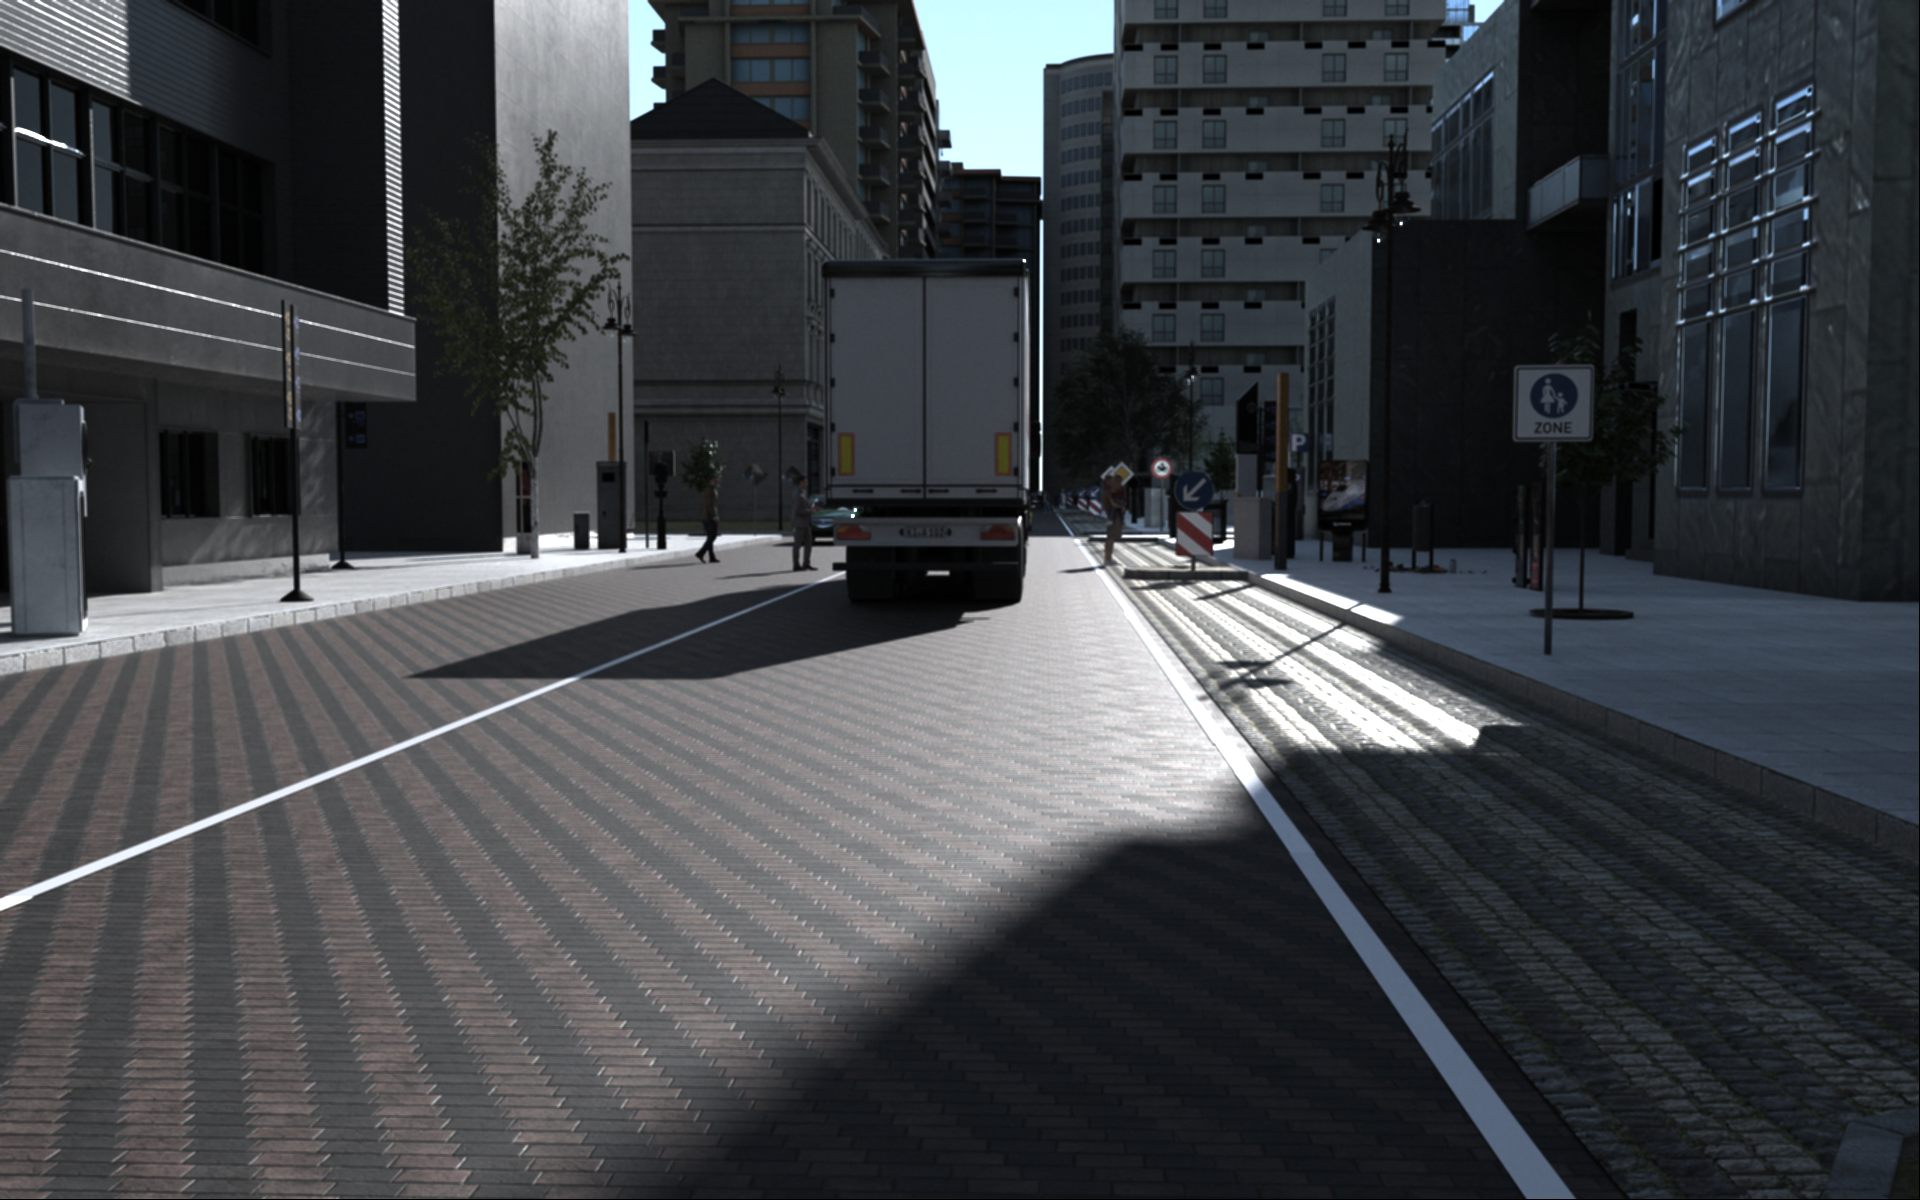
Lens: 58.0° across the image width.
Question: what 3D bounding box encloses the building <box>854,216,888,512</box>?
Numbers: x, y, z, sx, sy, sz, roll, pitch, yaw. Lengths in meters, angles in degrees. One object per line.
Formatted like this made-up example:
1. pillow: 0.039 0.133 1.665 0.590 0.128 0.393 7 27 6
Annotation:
1. building: -10.371 -16.100 112.381 9.793 20.994 18.267 0 4 3

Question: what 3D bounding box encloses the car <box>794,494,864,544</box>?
1. car: -3.763 -2.383 50.756 2.131 1.459 4.920 0 4 2

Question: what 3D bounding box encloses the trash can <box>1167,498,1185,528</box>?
1. trash can: 7.798 -3.099 62.320 0.748 1.137 0.748 0 3 0

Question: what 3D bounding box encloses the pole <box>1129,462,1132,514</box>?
1. pole: 10.953 -7.179 111.218 0.158 3.312 0.155 0 3 0

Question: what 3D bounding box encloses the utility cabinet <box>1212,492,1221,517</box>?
1. utility cabinet: 14.058 -5.240 94.349 1.173 1.500 0.318 1 4 18

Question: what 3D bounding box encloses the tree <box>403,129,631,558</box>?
1. tree: -8.729 -5.134 34.307 4.737 8.622 4.395 0 3 0

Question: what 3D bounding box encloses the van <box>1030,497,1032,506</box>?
1. van: 4.936 -8.283 142.441 2.013 2.044 4.112 0 4 4

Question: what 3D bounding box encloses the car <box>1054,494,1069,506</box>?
1. car: 11.921 -11.679 202.950 2.014 1.417 4.499 0 4 3

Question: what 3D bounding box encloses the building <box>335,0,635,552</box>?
1. building: -21.680 -15.391 45.154 24.014 27.812 14.314 0 4 3

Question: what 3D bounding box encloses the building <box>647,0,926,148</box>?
1. building: -14.485 -30.333 150.575 22.147 44.769 28.867 0 4 3

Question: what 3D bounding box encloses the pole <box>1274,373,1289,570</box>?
1. pole: 5.433 -2.167 29.267 0.158 3.312 0.155 0 3 0

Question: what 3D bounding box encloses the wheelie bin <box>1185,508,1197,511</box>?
1. wheelie bin: 17.874 -7.752 134.659 0.693 1.594 0.980 -2 4 -29

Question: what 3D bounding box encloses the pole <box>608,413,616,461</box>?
1. pole: -8.731 -3.037 43.502 0.158 3.312 0.155 0 3 0

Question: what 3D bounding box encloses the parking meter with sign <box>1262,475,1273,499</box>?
1. parking meter with sign: 12.552 -4.492 69.701 1.738 3.016 0.543 1 4 20

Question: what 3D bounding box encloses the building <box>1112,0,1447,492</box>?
1. building: 27.778 -34.717 156.863 28.713 52.752 27.495 0 4 3

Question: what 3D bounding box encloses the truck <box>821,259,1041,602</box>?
1. truck: -0.178 -2.287 26.314 2.839 4.237 11.283 0 4 3

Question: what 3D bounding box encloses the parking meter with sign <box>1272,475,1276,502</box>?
1. parking meter with sign: 12.462 -4.147 64.060 1.738 3.016 0.543 -3 4 -36

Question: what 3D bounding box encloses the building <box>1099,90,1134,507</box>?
1. building: 21.391 -30.281 178.695 14.154 41.232 14.086 0 4 3

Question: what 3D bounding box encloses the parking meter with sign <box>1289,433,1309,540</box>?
1. parking meter with sign: 9.468 -3.216 48.846 0.543 3.016 1.738 1 4 16

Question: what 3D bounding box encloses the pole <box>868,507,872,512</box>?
1. pole: -5.122 -6.393 98.369 0.158 3.312 0.155 0 3 0

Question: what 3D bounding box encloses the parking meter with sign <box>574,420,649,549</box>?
1. parking meter with sign: -8.227 -2.726 40.837 1.738 3.016 0.543 -1 4 -11

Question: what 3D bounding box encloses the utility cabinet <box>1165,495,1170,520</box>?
1. utility cabinet: 10.021 -4.513 84.947 1.020 1.237 0.306 -1 4 -21

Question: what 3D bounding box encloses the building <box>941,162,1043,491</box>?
1. building: -3.428 -35.273 231.340 28.867 44.769 22.147 0 4 3

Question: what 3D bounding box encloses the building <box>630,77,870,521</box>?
1. building: -11.515 -14.132 81.970 10.553 20.767 40.483 0 4 3

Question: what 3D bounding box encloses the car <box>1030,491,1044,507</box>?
1. car: 8.636 -11.564 197.746 2.281 1.827 5.304 0 4 3

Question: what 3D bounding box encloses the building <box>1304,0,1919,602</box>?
1. building: 20.598 -44.056 32.991 22.319 86.520 31.000 0 4 3

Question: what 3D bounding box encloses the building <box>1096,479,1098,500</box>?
1. building: 31.834 -30.910 197.253 32.217 40.220 23.993 0 4 3

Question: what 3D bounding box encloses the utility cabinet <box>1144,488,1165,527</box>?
1. utility cabinet: 7.479 -3.529 66.375 0.318 1.500 1.173 2 4 34

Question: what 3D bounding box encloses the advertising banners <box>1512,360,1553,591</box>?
1. advertising banners: 7.676 -1.640 23.001 0.090 3.025 2.074 0 4 3

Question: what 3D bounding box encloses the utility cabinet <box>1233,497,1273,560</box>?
1. utility cabinet: 5.775 -1.406 34.156 0.306 1.237 1.020 -1 4 -21

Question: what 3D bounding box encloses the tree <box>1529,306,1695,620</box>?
1. tree: 6.424 -1.430 17.980 1.663 3.219 1.824 0 3 0

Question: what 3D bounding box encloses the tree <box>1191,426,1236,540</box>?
1. tree: 7.308 -3.332 49.078 1.663 3.219 1.824 0 3 0

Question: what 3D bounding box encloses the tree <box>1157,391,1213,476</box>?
1. tree: 15.000 -10.183 116.855 4.737 8.622 4.395 0 3 0

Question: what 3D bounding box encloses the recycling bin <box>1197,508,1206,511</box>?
1. recycling bin: 10.850 -4.072 79.137 0.722 1.027 0.722 0 4 6

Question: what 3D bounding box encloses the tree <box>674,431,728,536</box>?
1. tree: -7.976 -3.576 53.062 1.663 3.219 1.824 0 3 0

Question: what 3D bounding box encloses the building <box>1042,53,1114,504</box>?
1. building: 25.042 -42.006 228.793 28.212 58.520 21.231 0 4 3

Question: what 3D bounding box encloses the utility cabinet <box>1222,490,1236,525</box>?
1. utility cabinet: 11.209 -3.766 70.246 0.318 1.500 1.173 -2 4 -24

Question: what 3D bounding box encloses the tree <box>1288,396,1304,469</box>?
1. tree: 24.655 -10.552 122.888 4.737 8.622 4.395 0 3 0

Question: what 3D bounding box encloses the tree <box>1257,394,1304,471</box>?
1. tree: 22.678 -10.874 128.151 4.360 8.622 3.978 0 3 0

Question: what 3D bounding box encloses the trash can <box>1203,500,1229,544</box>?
1. trash can: 6.613 -2.038 44.973 0.748 1.137 0.748 0 3 0

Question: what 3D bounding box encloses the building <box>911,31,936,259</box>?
1. building: -13.682 -33.772 175.870 21.300 48.544 21.600 0 4 3

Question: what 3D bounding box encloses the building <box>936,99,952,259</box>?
1. building: -16.348 -35.531 200.533 30.456 49.044 23.786 0 4 3

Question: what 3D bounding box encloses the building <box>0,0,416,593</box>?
1. building: -16.644 -11.910 13.792 14.314 24.678 30.058 0 4 3

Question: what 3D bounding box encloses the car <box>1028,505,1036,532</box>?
1. car: 1.889 -3.460 66.791 2.015 1.641 3.980 0 4 4
